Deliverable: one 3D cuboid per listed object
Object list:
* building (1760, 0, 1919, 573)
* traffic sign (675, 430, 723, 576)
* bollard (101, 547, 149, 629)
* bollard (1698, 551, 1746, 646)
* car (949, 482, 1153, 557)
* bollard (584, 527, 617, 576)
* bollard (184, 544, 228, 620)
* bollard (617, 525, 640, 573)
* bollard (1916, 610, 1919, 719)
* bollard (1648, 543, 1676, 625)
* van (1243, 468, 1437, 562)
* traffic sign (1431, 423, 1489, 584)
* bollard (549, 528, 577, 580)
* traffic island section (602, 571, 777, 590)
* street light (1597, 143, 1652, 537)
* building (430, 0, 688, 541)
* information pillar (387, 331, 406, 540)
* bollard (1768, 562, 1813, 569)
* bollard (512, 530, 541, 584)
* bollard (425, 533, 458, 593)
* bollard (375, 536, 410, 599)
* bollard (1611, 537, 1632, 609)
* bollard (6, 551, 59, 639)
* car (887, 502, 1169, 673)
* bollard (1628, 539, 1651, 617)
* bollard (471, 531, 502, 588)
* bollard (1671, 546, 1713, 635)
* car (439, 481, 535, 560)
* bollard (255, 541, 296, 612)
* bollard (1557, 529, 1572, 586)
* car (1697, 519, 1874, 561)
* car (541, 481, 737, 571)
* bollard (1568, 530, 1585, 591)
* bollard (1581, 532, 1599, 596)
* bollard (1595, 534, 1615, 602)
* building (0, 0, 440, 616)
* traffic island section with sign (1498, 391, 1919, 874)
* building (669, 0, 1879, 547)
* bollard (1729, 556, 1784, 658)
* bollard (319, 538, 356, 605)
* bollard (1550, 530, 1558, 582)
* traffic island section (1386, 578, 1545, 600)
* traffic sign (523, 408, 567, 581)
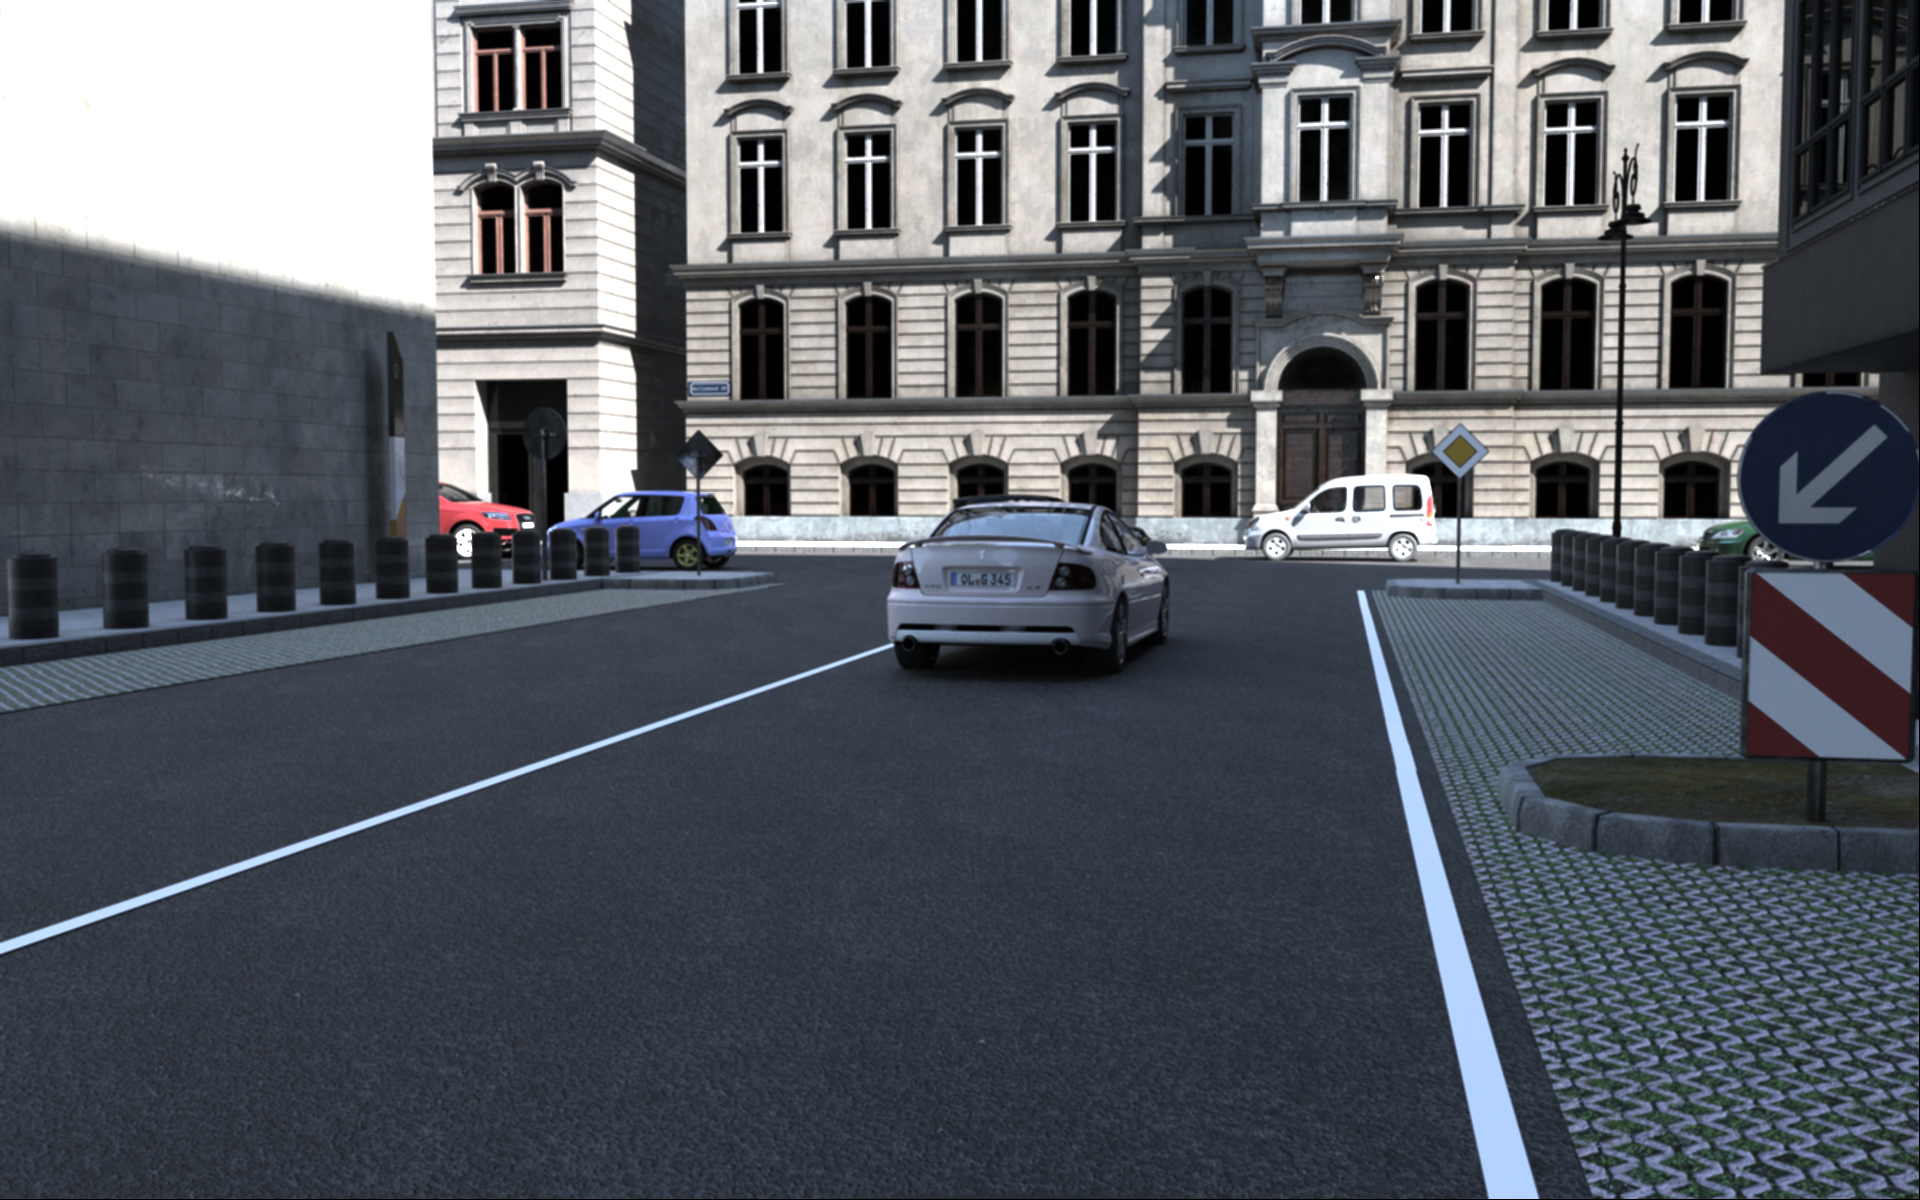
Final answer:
[{"bbox_3d":[14.694,-13.174,8.906,14.314,27.812,24.014,1,4,12],"label":"building"},{"bbox_3d":[-4.102,-1.440,27.188,0.795,2.450,0.064,1,4,12],"label":"traffic sign"},{"bbox_3d":[-8.018,-0.117,16.637,0.404,0.777,0.398,0,3,0],"label":"bollard"},{"bbox_3d":[6.555,0.000,14.724,0.404,0.777,0.398,0,3,0],"label":"bollard"},{"bbox_3d":[1.563,-1.416,32.937,4.222,1.686,2.009,1,4,12],"label":"car"},{"bbox_3d":[-5.713,-0.766,27.248,0.404,0.777,0.398,0,3,0],"label":"bollard"},{"bbox_3d":[-7.757,-0.189,17.811,0.404,0.777,0.398,0,3,0],"label":"bollard"},{"bbox_3d":[-5.454,-0.839,28.431,0.404,0.777,0.398,0,3,0],"label":"bollard"},{"bbox_3d":[5.533,0.288,10.011,0.404,0.777,0.398,0,3,0],"label":"bollard"},{"bbox_3d":[7.068,-0.145,17.088,0.404,0.777,0.398,0,3,0],"label":"bollard"},{"bbox_3d":[8.223,-1.869,37.566,4.112,2.044,2.013,1,4,14],"label":"van"},{"bbox_3d":[7.127,-1.290,24.738,0.795,2.450,0.064,1,4,12],"label":"traffic sign"},{"bbox_3d":[-5.971,-0.693,26.055,0.404,0.777,0.398,0,3,0],"label":"bollard"},{"bbox_3d":[-4.127,-0.304,27.254,2.009,0.180,2.903,1,4,12],"label":"traffic island section"},{"bbox_3d":[8.891,-3.090,23.313,0.468,5.910,1.993,1,4,12],"label":"street light"},{"bbox_3d":[-19.091,-16.297,53.841,23.554,28.519,14.401,1,4,12],"label":"building"},{"bbox_3d":[-8.183,-2.068,25.165,0.183,3.616,0.504,0,4,-1],"label":"information pillar"},{"bbox_3d":[6.045,0.144,12.362,0.404,0.777,0.398,0,3,0],"label":"bollard"},{"bbox_3d":[-6.224,-0.622,24.880,0.404,0.777,0.398,0,3,0],"label":"bollard"},{"bbox_3d":[-6.738,-0.478,22.524,0.404,0.777,0.398,0,3,0],"label":"bollard"},{"bbox_3d":[-6.993,-0.405,21.341,0.404,0.777,0.398,0,3,0],"label":"bollard"},{"bbox_3d":[7.579,-0.289,19.436,0.404,0.777,0.398,0,3,0],"label":"bollard"},{"bbox_3d":[-8.272,-0.045,15.454,0.404,0.777,0.398,0,3,0],"label":"bollard"},{"bbox_3d":[0.732,-0.185,15.379,2.083,1.381,4.827,1,4,14],"label":"car"},{"bbox_3d":[7.326,-0.217,18.261,0.404,0.777,0.398,0,3,0],"label":"bollard"},{"bbox_3d":[-6.479,-0.550,23.706,0.404,0.777,0.398,0,3,0],"label":"bollard"},{"bbox_3d":[6.814,-0.072,15.897,0.404,0.777,0.398,0,3,0],"label":"bollard"},{"bbox_3d":[-12.107,-1.845,38.834,5.304,1.827,2.281,1,4,11],"label":"car"},{"bbox_3d":[-7.504,-0.261,18.992,0.404,0.777,0.398,0,3,0],"label":"bollard"},{"bbox_3d":[8.609,-0.578,24.175,0.404,0.777,0.398,0,3,0],"label":"bollard"},{"bbox_3d":[16.863,-1.323,33.426,4.920,1.459,2.131,1,4,10],"label":"car"},{"bbox_3d":[-6.178,-1.446,33.233,3.694,1.707,1.945,1,4,10],"label":"car"},{"bbox_3d":[8.349,-0.506,22.994,0.404,0.777,0.398,0,3,0],"label":"bollard"},{"bbox_3d":[8.093,-0.434,21.809,0.404,0.777,0.398,0,3,0],"label":"bollard"},{"bbox_3d":[7.838,-0.361,20.620,0.404,0.777,0.398,0,3,0],"label":"bollard"},{"bbox_3d":[-17.435,-10.300,23.152,16.860,20.320,10.420,1,4,12],"label":"building"},{"bbox_3d":[3.414,0.070,7.479,1.989,1.847,2.006,1,4,12],"label":"traffic island section with sign"},{"bbox_3d":[10.150,-13.992,47.848,34.723,24.649,14.460,1,4,12],"label":"building"},{"bbox_3d":[6.300,0.072,13.542,0.404,0.777,0.398,0,3,0],"label":"bollard"},{"bbox_3d":[-7.249,-0.333,20.167,0.404,0.777,0.398,0,3,0],"label":"bollard"},{"bbox_3d":[8.864,-0.651,25.358,0.404,0.777,0.398,0,3,0],"label":"bollard"},{"bbox_3d":[7.151,-0.155,24.810,2.009,0.180,2.903,1,4,12],"label":"traffic island section"},{"bbox_3d":[-6.166,-1.563,25.658,0.768,2.556,0.104,1,4,22],"label":"traffic sign"}]
